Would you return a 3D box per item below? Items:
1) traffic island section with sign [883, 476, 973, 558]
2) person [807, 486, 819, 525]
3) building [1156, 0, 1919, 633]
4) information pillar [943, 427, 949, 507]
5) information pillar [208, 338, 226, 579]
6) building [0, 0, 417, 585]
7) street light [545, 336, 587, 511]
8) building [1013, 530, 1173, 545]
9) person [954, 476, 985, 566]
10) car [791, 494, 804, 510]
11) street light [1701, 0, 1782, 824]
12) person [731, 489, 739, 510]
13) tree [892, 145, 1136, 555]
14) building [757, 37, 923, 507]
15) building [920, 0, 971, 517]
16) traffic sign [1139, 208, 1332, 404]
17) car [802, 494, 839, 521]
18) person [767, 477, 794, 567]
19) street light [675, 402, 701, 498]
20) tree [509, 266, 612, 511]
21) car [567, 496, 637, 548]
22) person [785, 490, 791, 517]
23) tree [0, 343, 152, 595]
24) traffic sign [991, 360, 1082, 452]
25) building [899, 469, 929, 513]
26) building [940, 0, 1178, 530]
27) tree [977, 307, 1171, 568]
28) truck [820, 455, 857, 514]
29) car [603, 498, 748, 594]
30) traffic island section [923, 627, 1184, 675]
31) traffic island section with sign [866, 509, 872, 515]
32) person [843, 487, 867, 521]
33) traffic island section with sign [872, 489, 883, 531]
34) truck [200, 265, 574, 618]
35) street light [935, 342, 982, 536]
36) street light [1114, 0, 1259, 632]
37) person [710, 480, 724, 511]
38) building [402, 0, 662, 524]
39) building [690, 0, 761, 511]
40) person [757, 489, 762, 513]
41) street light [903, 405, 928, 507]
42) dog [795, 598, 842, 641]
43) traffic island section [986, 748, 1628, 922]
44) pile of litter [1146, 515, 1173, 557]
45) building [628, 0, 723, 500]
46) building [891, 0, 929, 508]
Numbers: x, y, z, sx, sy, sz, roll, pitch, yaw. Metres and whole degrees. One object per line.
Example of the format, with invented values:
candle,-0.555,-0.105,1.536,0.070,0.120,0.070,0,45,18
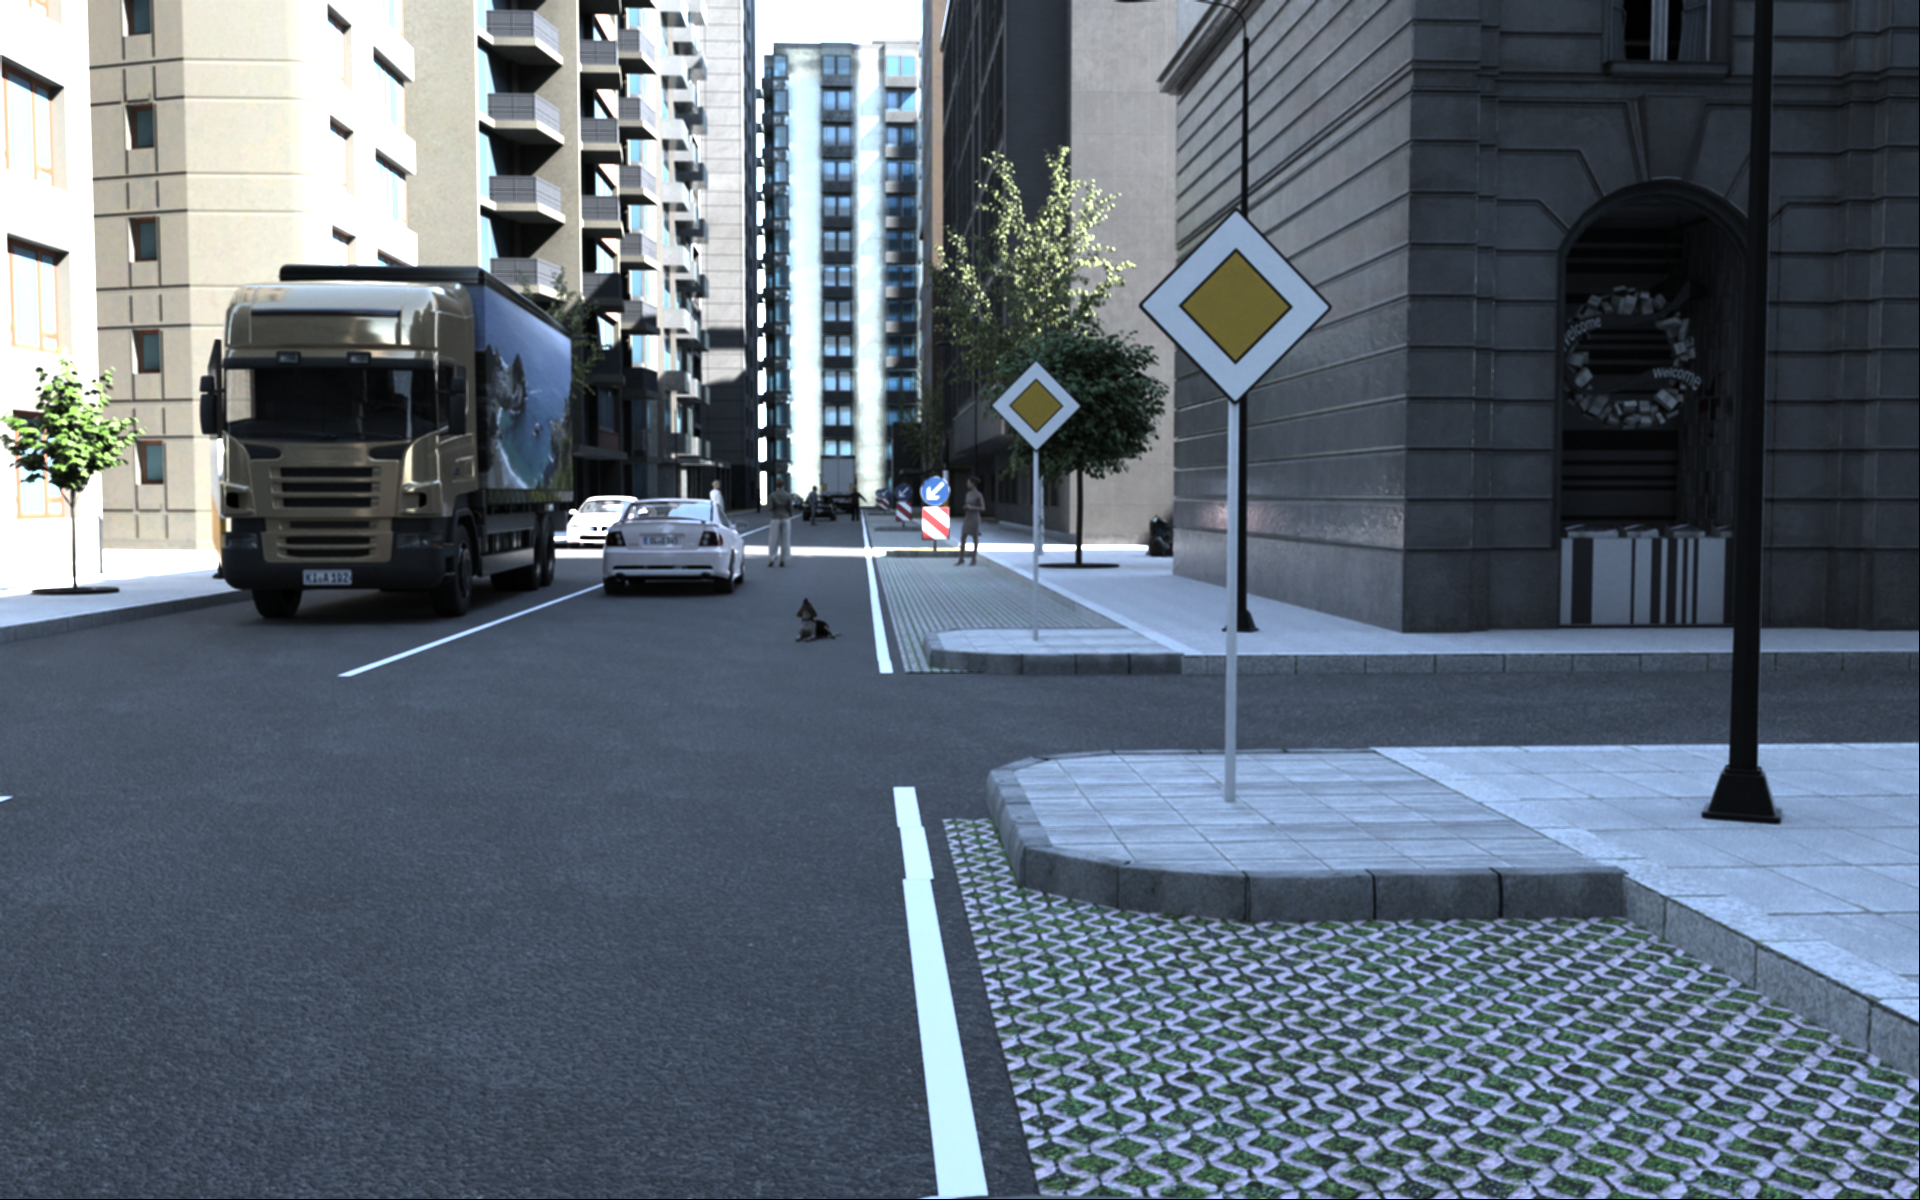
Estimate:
traffic island section with sign,-0.707,-1.903,39.746,1.989,1.847,2.006,0,4,-3
person,-6.797,-4.391,80.399,0.391,1.810,0.635,1,4,20
building,15.261,-11.010,21.810,24.055,21.916,13.314,0,4,-3
information pillar,-0.501,-4.234,60.576,0.183,3.616,0.504,-1,4,-16
information pillar,-11.290,-2.139,26.333,0.183,3.616,0.504,-3,4,-37
building,-27.876,-11.445,32.172,27.650,21.520,28.899,0,4,-3
street light,-11.646,-4.800,51.021,1.470,5.913,1.316,0,4,-3
building,7.514,-15.962,54.483,14.314,27.812,24.014,0,4,-3
person,0.189,-1.565,34.424,0.374,1.781,0.599,-3,5,-44
car,-15.098,-8.832,156.195,2.131,1.459,4.920,0,4,-3
street light,2.579,-2.090,6.706,1.470,5.913,1.316,0,4,-3
person,-18.607,-8.268,141.937,1.217,1.735,0.721,2,4,33
tree,1.441,-5.241,36.050,4.737,8.622,4.395,0,3,0
building,-6.596,-34.565,184.750,30.456,49.044,23.786,0,4,-3
building,4.926,-27.716,103.271,14.600,45.320,14.200,0,4,-3
traffic sign,1.146,-0.302,7.132,0.795,2.593,0.064,0,4,-3
car,-7.587,-5.134,93.733,2.009,1.686,4.222,0,4,-2
person,-3.551,-1.538,34.203,0.519,1.759,0.362,-1,4,-12
street light,-13.791,-7.031,87.504,1.470,5.913,1.316,0,4,-3
tree,-13.343,-6.419,55.308,4.737,8.622,4.395,0,3,0
car,-9.535,-2.136,47.282,2.083,1.381,4.827,0,4,-4
person,-10.846,-6.056,108.441,0.530,1.710,0.541,-1,4,-18
tree,-11.648,-1.702,22.429,1.663,3.219,1.824,0,3,0
traffic sign,0.682,-0.790,15.103,0.795,2.593,0.064,0,4,-3
building,11.881,-26.379,123.171,32.217,40.220,23.993,0,4,-3
building,6.749,-17.441,78.669,14.314,27.812,24.014,0,4,-3
tree,2.017,-2.861,30.497,4.285,4.588,4.351,0,3,0
truck,-9.158,-8.655,130.423,2.839,4.237,11.283,0,4,-4
car,-4.297,-0.855,26.340,2.083,1.381,4.827,0,4,-4
traffic island section,0.705,0.434,15.187,2.009,0.180,2.903,0,4,-3
traffic island section with sign,-5.199,-6.614,116.771,1.989,1.847,2.006,0,4,-3
person,-5.605,-5.142,92.709,1.348,1.807,0.705,0,4,7
traffic island section with sign,-2.305,-3.565,66.915,1.989,1.847,2.006,0,4,-3
truck,-7.263,-2.119,23.566,2.839,4.237,11.283,0,4,-5
street light,-0.049,-4.922,53.014,1.470,5.913,1.316,0,4,-3
street light,2.089,-2.661,16.049,1.470,5.913,1.316,0,4,-3
person,-7.182,-2.602,50.917,0.514,1.842,0.818,2,4,27
building,-24.657,-25.547,72.317,22.147,44.769,28.867,0,4,-3
building,-28.848,-43.763,153.773,20.611,71.187,20.563,0,4,-3
person,-15.327,-7.568,132.201,0.705,1.831,1.348,0,4,4
street light,-2.251,-7.195,90.175,1.470,5.913,1.316,0,4,-3
dog,-1.381,0.185,17.176,0.748,0.427,0.550,-2,4,-33
traffic island section,1.169,0.921,7.216,2.009,0.180,2.903,0,4,-3
pile of litter,4.398,-1.349,36.017,1.176,0.858,1.719,1,4,18
building,-26.945,-29.583,103.297,23.786,49.044,30.456,0,4,-3
building,5.457,-51.163,149.179,22.319,86.520,31.000,0,4,-3
